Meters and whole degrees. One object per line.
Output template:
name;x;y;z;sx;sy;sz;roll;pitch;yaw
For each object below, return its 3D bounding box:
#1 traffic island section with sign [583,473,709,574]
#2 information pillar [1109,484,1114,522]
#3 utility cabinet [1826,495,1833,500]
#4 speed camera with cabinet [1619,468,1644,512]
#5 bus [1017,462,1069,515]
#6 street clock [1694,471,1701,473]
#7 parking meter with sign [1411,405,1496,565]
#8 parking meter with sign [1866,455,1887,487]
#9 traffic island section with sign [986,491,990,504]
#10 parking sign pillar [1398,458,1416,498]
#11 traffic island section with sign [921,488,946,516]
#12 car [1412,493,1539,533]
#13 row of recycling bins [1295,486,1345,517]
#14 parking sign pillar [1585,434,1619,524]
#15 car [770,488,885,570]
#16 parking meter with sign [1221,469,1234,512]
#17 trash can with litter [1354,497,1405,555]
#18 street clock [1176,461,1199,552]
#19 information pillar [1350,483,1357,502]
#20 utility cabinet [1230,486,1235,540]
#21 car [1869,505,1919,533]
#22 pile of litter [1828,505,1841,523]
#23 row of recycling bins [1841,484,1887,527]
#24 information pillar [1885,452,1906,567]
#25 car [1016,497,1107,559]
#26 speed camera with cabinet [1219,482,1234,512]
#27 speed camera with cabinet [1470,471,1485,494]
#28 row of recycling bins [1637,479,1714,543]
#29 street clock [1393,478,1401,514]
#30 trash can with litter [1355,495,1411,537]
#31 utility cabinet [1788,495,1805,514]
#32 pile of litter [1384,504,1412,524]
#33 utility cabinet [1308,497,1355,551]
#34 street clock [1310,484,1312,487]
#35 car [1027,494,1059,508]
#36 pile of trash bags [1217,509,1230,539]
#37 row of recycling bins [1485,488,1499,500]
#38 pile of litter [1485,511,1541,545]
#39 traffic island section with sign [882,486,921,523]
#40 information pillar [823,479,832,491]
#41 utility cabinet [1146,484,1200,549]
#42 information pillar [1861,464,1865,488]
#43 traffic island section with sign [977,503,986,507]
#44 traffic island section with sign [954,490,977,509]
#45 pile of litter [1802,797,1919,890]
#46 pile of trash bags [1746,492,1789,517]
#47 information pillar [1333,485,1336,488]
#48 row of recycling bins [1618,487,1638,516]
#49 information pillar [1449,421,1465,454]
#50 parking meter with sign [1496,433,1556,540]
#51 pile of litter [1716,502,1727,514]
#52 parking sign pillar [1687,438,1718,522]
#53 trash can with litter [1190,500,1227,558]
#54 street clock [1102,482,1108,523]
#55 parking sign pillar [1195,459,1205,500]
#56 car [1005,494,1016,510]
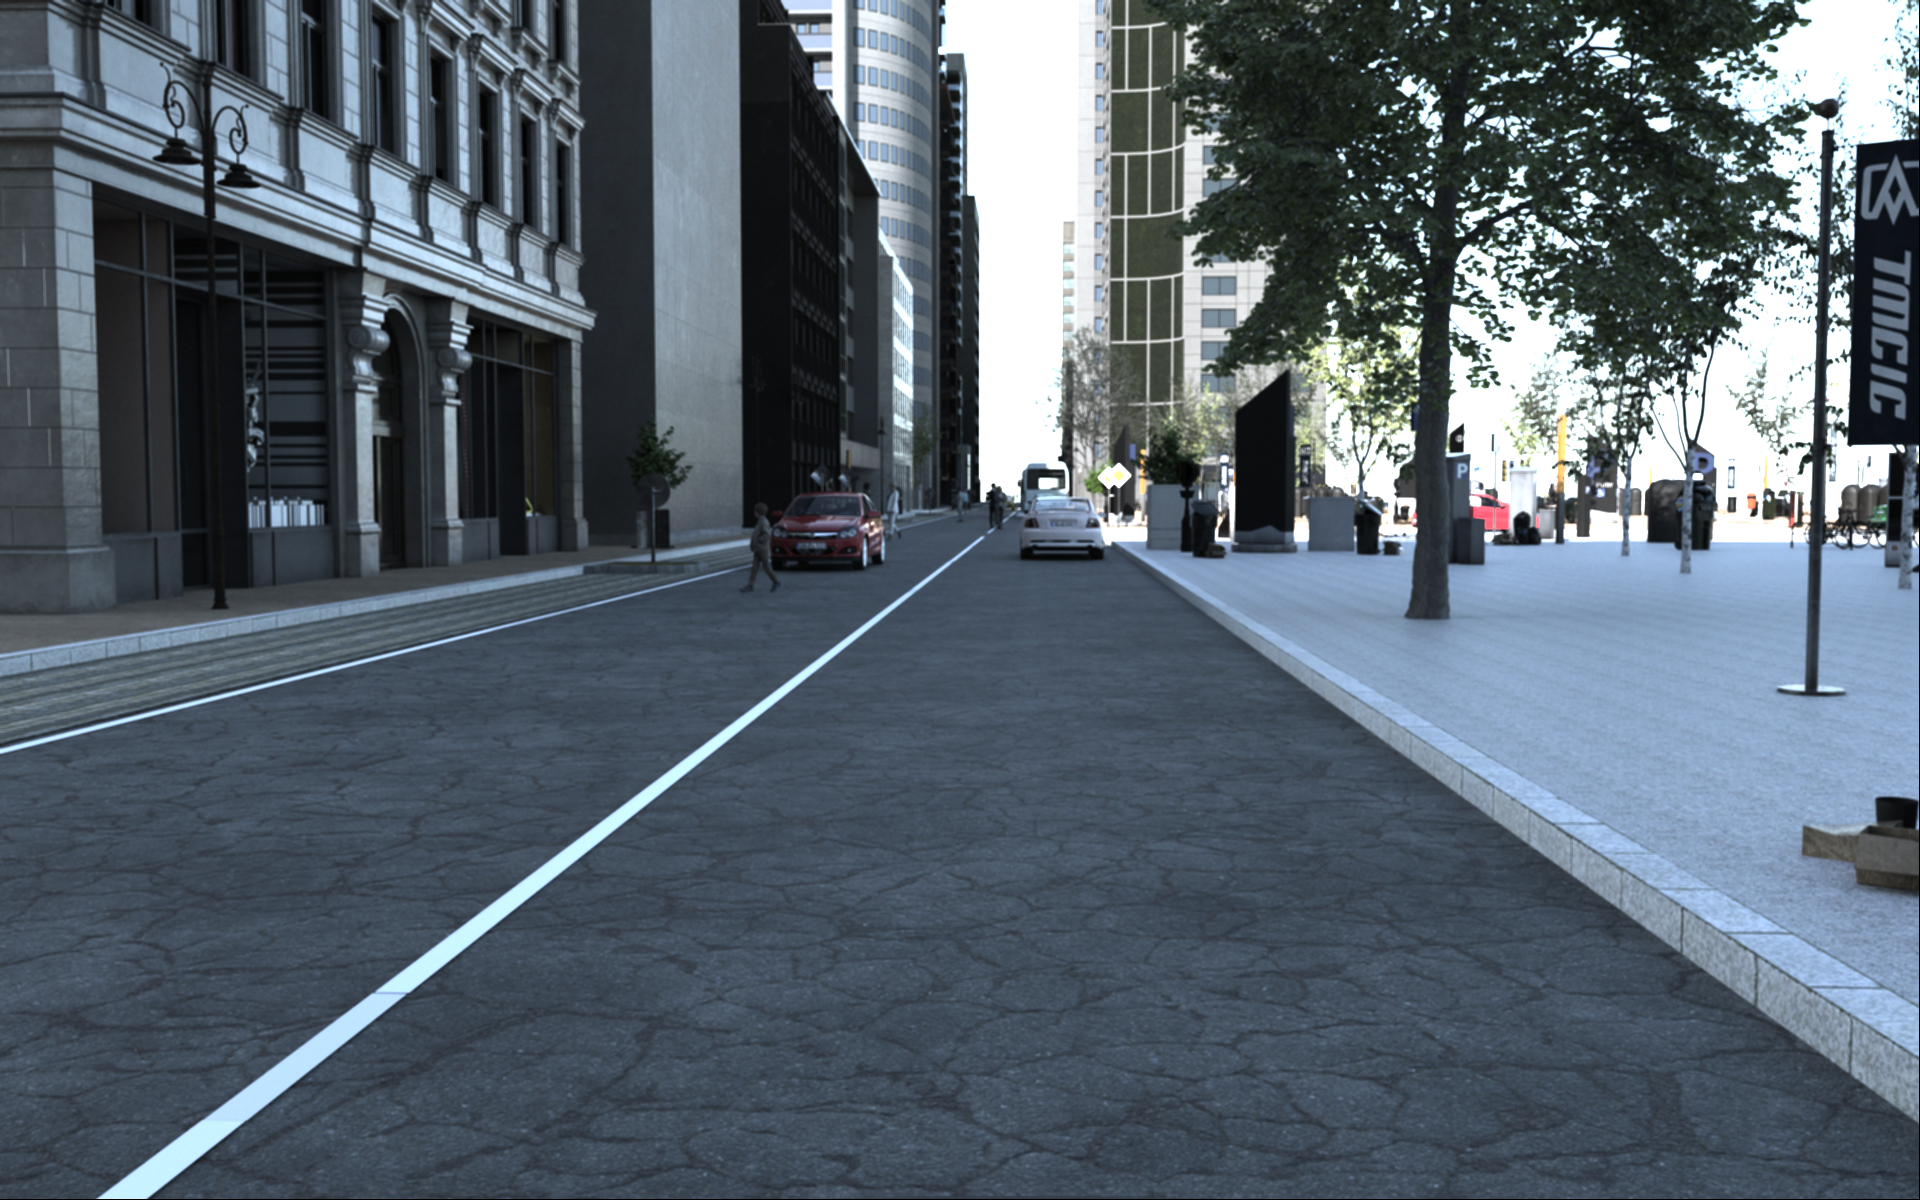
traffic island section with sign;-5.685;-1.414;31.742;1.989;1.847;2.006;0;4;3
information pillar;6.410;-4.173;72.715;0.304;2.012;0.304;1;4;9
utility cabinet;59.964;-6.664;120.124;1.020;1.237;0.306;2;4;28
speed camera with cabinet;48.594;-8.032;125.652;2.038;3.252;0.660;1;4;20
bus;5.075;-6.822;106.406;2.948;3.499;13.247;0;4;1
street clock;22.981;-3.027;54.055;0.471;2.002;0.358;1;4;16
parking meter with sign;9.110;-2.197;32.189;0.543;3.016;1.738;-1;4;-21
parking meter with sign;41.467;-4.963;77.406;1.738;3.016;0.543;1;4;12
traffic island section with sign;4.078;-14.576;246.948;1.989;1.847;2.006;0;4;3
parking sign pillar;31.337;-8.124;121.299;1.447;3.967;1.447;0;4;-3
traffic island section with sign;-1.913;-6.487;114.694;1.989;1.847;2.006;0;4;3
car;18.070;-3.138;60.350;4.494;1.783;2.155;0;4;2
row of recycling bins;19.565;-5.368;94.884;1.069;1.692;3.534;-3;5;-40
parking sign pillar;28.651;-5.459;77.724;1.447;3.967;1.447;0;4;1
car;-2.561;-1.528;34.028;2.155;1.783;4.494;0;4;5
parking meter with sign;18.798;-7.706;122.257;0.543;3.016;1.738;0;4;-7
trash can with litter;8.902;-1.551;36.744;1.055;1.170;0.624;2;4;28
street clock;5.029;-2.067;38.370;0.471;2.002;0.358;3;5;44
information pillar;26.937;-6.978;118.578;0.304;2.012;0.304;-2;4;-31
utility cabinet;7.841;-2.340;46.940;0.318;1.500;1.173;-2;4;-35
car;33.187;-3.019;58.161;4.718;1.807;1.959;0;4;2
pile of litter;38.671;-3.789;75.908;1.176;0.858;1.719;1;4;23
row of recycling bins;36.244;-3.726;68.028;1.069;1.692;3.534;-2;4;-26
information pillar;16.426;-1.582;30.352;0.304;2.012;0.304;3;4;36
car;2.317;-1.662;39.540;2.083;1.381;4.827;0;4;3
speed camera with cabinet;19.562;-7.982;124.845;0.660;3.252;2.038;-2;4;-32
speed camera with cabinet;30.435;-6.686;103.647;2.038;3.252;0.660;-2;4;-26
row of recycling bins;19.625;-2.440;47.007;1.069;1.692;3.534;3;5;40
street clock;19.696;-4.498;78.104;0.358;2.002;0.471;1;4;23
trash can with litter;12.674;-2.505;52.007;2.233;1.210;1.678;1;4;22
utility cabinet;53.356;-6.082;110.596;1.020;1.237;0.306;2;4;35
pile of litter;19.392;-3.760;75.440;1.719;0.858;1.176;2;4;33
utility cabinet;8.365;-1.701;38.974;1.020;1.237;0.306;1;4;13
street clock;25.771;-7.446;126.304;0.471;2.002;0.358;-3;4;-37
car;4.637;-4.944;92.632;2.131;1.459;4.920;0;4;4
pile of trash bags;7.882;-2.460;49.978;3.447;1.369;1.912;0;4;4
row of recycling bins;35.723;-6.826;118.725;1.069;1.692;3.534;-1;4;-16
pile of litter;13.999;-1.828;43.857;1.719;0.858;1.176;-1;4;-20
traffic island section with sign;-3.160;-4.812;87.305;1.989;1.847;2.006;0;4;3
information pillar;-5.514;-4.125;71.932;0.304;2.012;0.304;-3;5;-44
utility cabinet;4.912;-1.914;39.970;1.173;1.500;0.318;-1;4;-11
information pillar;69.627;-8.699;133.583;0.504;3.616;0.183;-3;5;-44
traffic island section with sign;1.547;-11.153;190.973;1.989;1.847;2.006;0;4;3
traffic island section with sign;0.322;-9.506;164.045;1.989;1.847;2.006;0;4;3
pile of litter;3.482;0.513;5.582;1.176;0.858;1.719;0;4;3
pile of trash bags;44.741;-5.286;96.180;3.447;1.369;1.912;-3;4;-36
information pillar;29.880;-8.165;137.990;0.304;2.012;0.304;3;5;43
row of recycling bins;39.359;-5.810;102.104;3.534;1.692;1.069;1;4;15
information pillar;16.033;-3.946;55.878;0.504;3.616;0.183;2;4;28
parking meter with sign;16.004;-3.236;49.177;1.738;3.016;0.543;3;4;37
pile of litter;50.174;-6.151;114.533;1.719;0.858;1.176;-1;4;-16
parking sign pillar;34.643;-5.653;80.904;1.447;3.967;1.447;0;4;-1
trash can with litter;5.082;-1.445;35.015;0.624;1.170;1.055;-1;4;-19
street clock;6.595;-4.497;78.098;0.358;2.002;0.471;-1;4;-17
parking sign pillar;15.784;-7.682;114.070;1.447;3.967;1.447;0;4;0
car;4.015;-8.846;154.857;2.015;1.641;3.980;0;4;1
